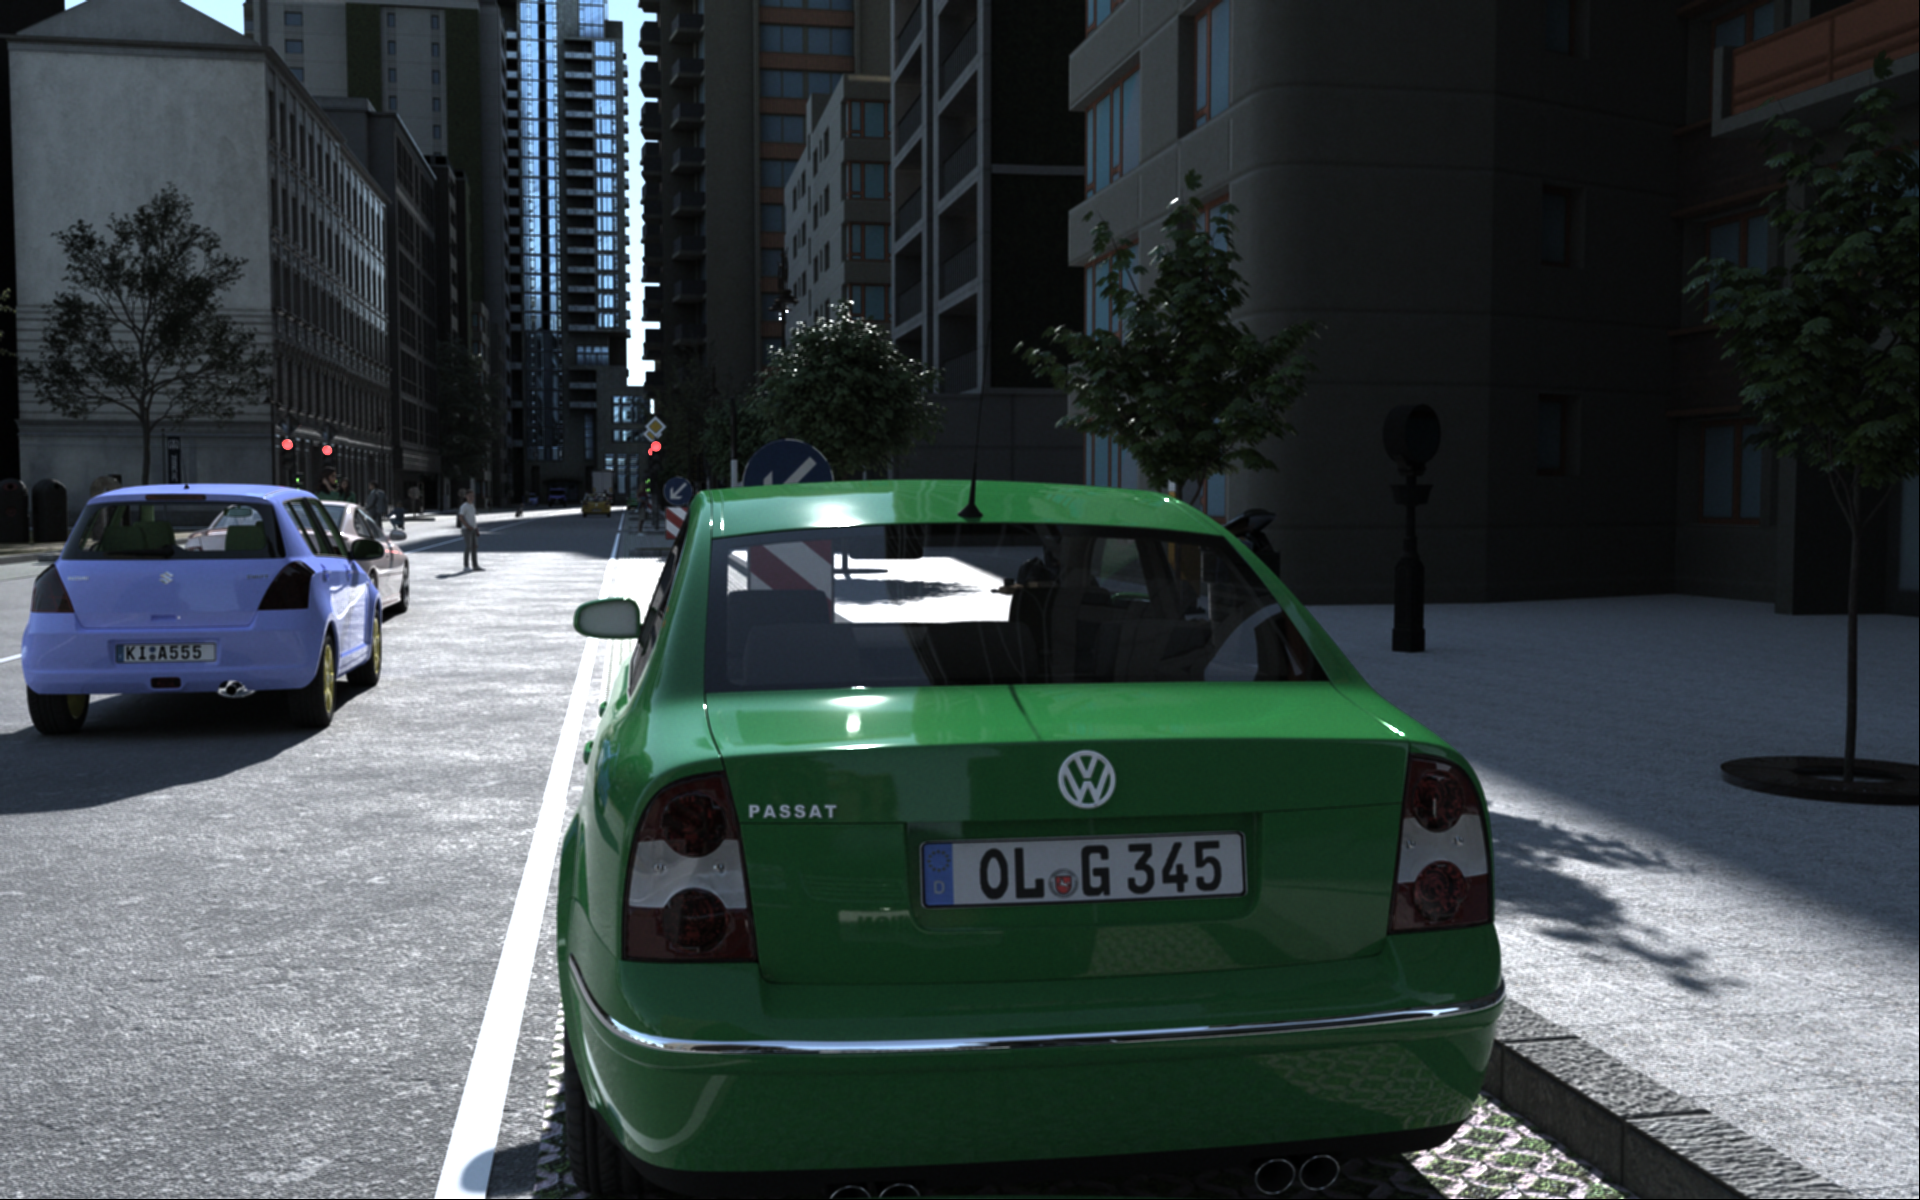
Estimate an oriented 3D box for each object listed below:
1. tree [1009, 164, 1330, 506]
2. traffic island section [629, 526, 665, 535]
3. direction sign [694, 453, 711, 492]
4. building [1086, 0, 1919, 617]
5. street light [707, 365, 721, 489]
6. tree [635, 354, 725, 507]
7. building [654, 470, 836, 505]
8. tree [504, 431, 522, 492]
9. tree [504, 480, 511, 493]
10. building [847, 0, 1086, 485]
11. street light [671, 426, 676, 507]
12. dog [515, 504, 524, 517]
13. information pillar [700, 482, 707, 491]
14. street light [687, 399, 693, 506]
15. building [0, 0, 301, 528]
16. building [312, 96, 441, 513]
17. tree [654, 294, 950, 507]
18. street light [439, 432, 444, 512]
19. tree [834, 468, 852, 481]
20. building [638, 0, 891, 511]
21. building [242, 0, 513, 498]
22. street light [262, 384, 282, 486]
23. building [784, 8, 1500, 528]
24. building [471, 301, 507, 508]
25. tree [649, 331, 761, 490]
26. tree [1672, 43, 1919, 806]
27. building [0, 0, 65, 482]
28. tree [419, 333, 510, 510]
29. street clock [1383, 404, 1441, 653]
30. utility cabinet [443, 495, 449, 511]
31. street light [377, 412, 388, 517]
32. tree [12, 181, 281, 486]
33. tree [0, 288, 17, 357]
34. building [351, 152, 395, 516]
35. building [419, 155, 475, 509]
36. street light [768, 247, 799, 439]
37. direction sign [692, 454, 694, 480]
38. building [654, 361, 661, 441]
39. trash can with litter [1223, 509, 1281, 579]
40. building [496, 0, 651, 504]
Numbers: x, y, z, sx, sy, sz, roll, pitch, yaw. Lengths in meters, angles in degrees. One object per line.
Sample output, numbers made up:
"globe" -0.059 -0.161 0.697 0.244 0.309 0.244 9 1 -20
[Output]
"tree" 1.408 -0.954 10.206 1.663 3.219 1.824 0 3 0
"traffic island section" -10.868 -2.442 62.201 2.009 0.180 2.903 -1 4 -11
"direction sign" -14.272 -6.414 96.860 0.379 3.537 0.876 3 4 38
"building" 18.065 -10.481 16.407 27.650 21.520 28.899 -1 4 -11
"street light" -8.794 -5.456 61.994 0.468 5.910 1.993 -1 4 -11
"tree" -14.457 -8.558 90.283 4.737 8.622 4.395 0 3 0
"building" -26.742 -47.136 208.930 20.563 71.187 20.611 -1 4 -11
"tree" -49.635 -14.523 187.815 4.360 8.622 3.978 0 3 0
"tree" -51.251 -12.227 194.508 1.663 3.219 1.824 0 3 0
"building" 7.538 -37.181 46.168 20.563 71.187 20.611 -1 4 -11
"street light" -18.875 -8.664 114.443 0.468 5.910 1.993 -1 4 -11
"dog" -27.665 -5.594 108.297 0.800 0.831 0.513 0 4 -8
"information pillar" -15.148 -5.980 102.266 0.304 2.012 0.304 1 4 10
"street light" -13.198 -6.841 84.636 0.468 5.910 1.993 -1 4 -11
"building" -33.043 -13.829 75.258 9.793 20.994 18.267 -1 4 -11
"building" -42.707 -19.563 113.362 14.314 27.812 24.014 -1 4 -11
"tree" -1.974 -2.734 28.413 4.285 4.588 4.351 0 3 0
"street light" -38.001 -9.418 126.764 0.468 5.910 1.993 -1 4 -11
"tree" -3.294 -2.887 41.796 1.663 3.219 1.824 0 3 0
"building" -12.923 -29.144 131.135 22.147 44.769 28.867 -1 4 -11
"building" -67.264 -40.360 201.891 28.212 58.520 21.231 -1 4 -11
"street light" -26.901 -5.813 67.824 0.468 5.910 1.993 -1 4 -11
"building" 6.829 -14.840 87.670 28.899 21.520 27.650 -1 4 -11
"building" -59.161 -19.706 167.226 27.650 21.520 28.899 -1 4 -11
"tree" -11.134 -7.799 77.870 4.360 8.622 3.978 0 3 0
"tree" 4.046 -0.788 7.491 1.663 3.219 1.824 0 3 0
"building" -45.767 -14.633 68.922 15.834 23.373 12.332 -1 4 -11
"tree" -40.566 -14.000 135.558 9.857 13.997 8.962 0 3 0
"street clock" 3.661 -0.582 14.079 0.471 2.002 0.358 -3 4 -39
"utility cabinet" -39.381 -7.433 132.698 0.306 1.237 1.020 -1 4 -10
"street light" -32.477 -7.623 97.422 0.468 5.910 1.993 -1 4 -11
"tree" -23.762 -7.127 50.933 7.601 10.594 8.767 -3 5 -40
"tree" -23.991 -5.462 39.671 4.360 8.622 3.978 0 3 0
"building" -36.684 -14.922 93.126 9.793 20.994 18.267 -1 4 -11
"building" -49.102 -22.924 146.503 14.160 30.474 14.107 -1 4 -11
"street light" -3.323 -3.661 32.642 0.468 5.910 1.993 -1 4 -11
"direction sign" -14.929 -6.535 98.846 0.876 3.537 0.379 2 4 25
"building" -28.096 -24.346 243.091 28.899 21.520 27.650 -1 4 -11
"trash can with litter" 1.939 -0.120 13.346 0.624 1.170 1.055 -3 5 -44
"building" -57.762 -56.272 232.712 31.000 86.520 22.319 -1 4 -11
